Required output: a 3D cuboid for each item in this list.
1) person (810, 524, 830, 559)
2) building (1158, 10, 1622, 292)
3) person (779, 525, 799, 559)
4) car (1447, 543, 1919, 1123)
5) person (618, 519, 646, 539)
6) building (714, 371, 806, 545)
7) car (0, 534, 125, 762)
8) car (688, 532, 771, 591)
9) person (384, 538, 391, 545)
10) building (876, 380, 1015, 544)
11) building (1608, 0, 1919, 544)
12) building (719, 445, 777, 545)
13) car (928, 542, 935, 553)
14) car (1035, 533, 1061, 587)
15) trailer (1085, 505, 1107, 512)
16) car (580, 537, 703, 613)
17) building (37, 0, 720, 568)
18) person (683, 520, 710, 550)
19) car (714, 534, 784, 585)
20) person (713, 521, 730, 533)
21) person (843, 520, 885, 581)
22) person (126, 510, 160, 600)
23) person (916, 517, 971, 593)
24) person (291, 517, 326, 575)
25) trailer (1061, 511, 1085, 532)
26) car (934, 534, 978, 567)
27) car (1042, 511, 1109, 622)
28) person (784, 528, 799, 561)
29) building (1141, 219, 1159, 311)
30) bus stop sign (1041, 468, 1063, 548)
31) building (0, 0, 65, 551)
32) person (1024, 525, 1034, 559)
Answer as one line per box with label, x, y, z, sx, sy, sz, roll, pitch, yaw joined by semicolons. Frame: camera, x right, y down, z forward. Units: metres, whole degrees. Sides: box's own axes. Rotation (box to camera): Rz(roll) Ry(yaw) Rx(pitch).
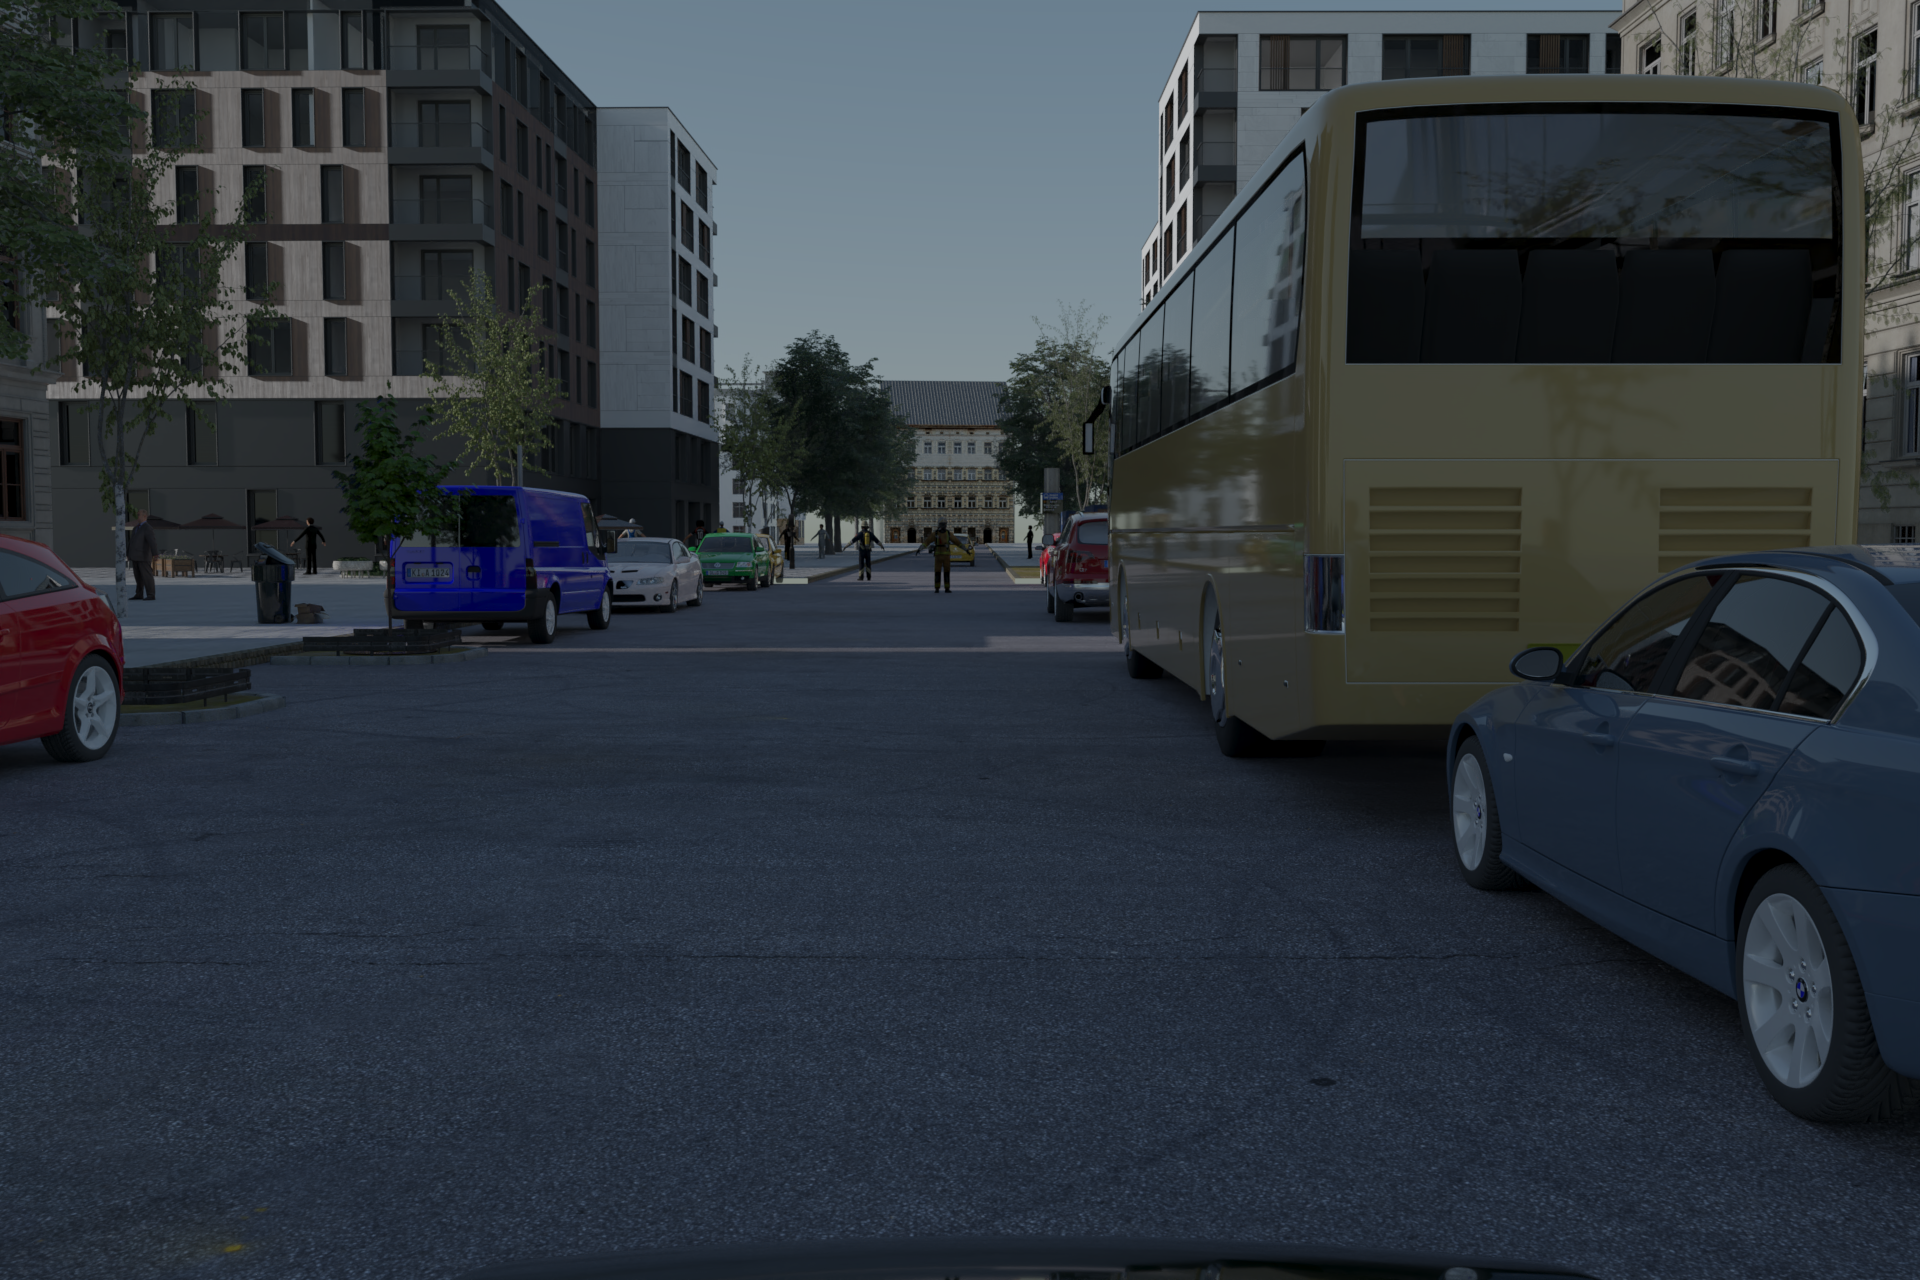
person;-7.188;-5.104;89.643;1.347;1.806;0.705;3;4;38
building;23.300;-14.698;84.286;27.936;21.610;32.646;0;4;0
person;-8.706;-4.990;87.730;0.704;1.812;1.346;3;5;44
car;2.906;0.398;5.503;2.014;1.417;4.499;0;4;1
person;-12.087;-3.557;64.014;1.347;1.847;0.705;0;4;7
building;-24.396;-21.142;202.084;16.016;20.090;11.380;0;4;2
car;-6.358;-0.027;9.482;2.155;1.783;4.494;0;4;1
car;-6.004;-2.226;45.184;1.959;1.807;4.718;0;4;0
person;-20.357;-3.430;62.209;0.705;1.813;1.348;1;4;11
building;-2.384;-25.277;246.662;18.063;23.208;19.493;0;4;-6
building;28.118;-12.802;41.334;16.112;23.069;30.059;0;4;1
building;-23.172;-14.371;177.112;9.099;9.664;28.070;0;3;0
car;-1.468;-7.282;128.841;2.009;1.686;4.222;0;4;1
car;3.191;-2.419;48.587;2.155;1.783;4.494;0;4;1
trailer;3.082;-1.744;35.562;1.471;1.999;3.904;0;4;0
car;-6.087;-1.264;33.036;2.083;1.381;4.827;0;4;1
building;-27.912;-14.521;81.391;27.936;21.610;32.646;0;4;2
person;-9.915;-3.669;66.126;1.345;1.843;0.704;-1;4;-10
car;-6.072;-2.419;49.774;2.015;1.641;3.980;0;3;0
person;-10.132;-4.145;73.747;1.349;1.833;0.705;0;4;-5
person;-2.937;-2.756;53.290;1.354;1.856;0.705;-1;4;-22
person;-15.857;-1.648;33.538;0.990;1.755;0.434;2;4;34
person;-0.424;-2.074;42.139;1.354;1.858;0.705;-1;4;-10
person;-20.518;-2.966;54.687;0.705;1.806;1.347;2;4;27
trailer;3.072;-2.258;43.960;1.471;1.999;3.904;0;4;1
car;-0.177;-4.134;77.812;2.015;1.641;3.980;0;4;1
car;2.567;-1.289;29.746;2.281;1.827;5.304;0;4;1
person;-8.150;-4.711;83.249;0.704;1.802;1.346;-2;4;-34
building;26.942;-17.284;126.566;27.936;21.610;32.646;0;4;1
bus stop sign;3.674;-4.909;69.273;0.837;3.901;0.837;0;4;-1
building;-28.096;-12.063;33.392;11.583;22.565;21.152;0;4;1
person;3.514;-5.027;88.904;0.721;1.740;1.216;1;4;23
